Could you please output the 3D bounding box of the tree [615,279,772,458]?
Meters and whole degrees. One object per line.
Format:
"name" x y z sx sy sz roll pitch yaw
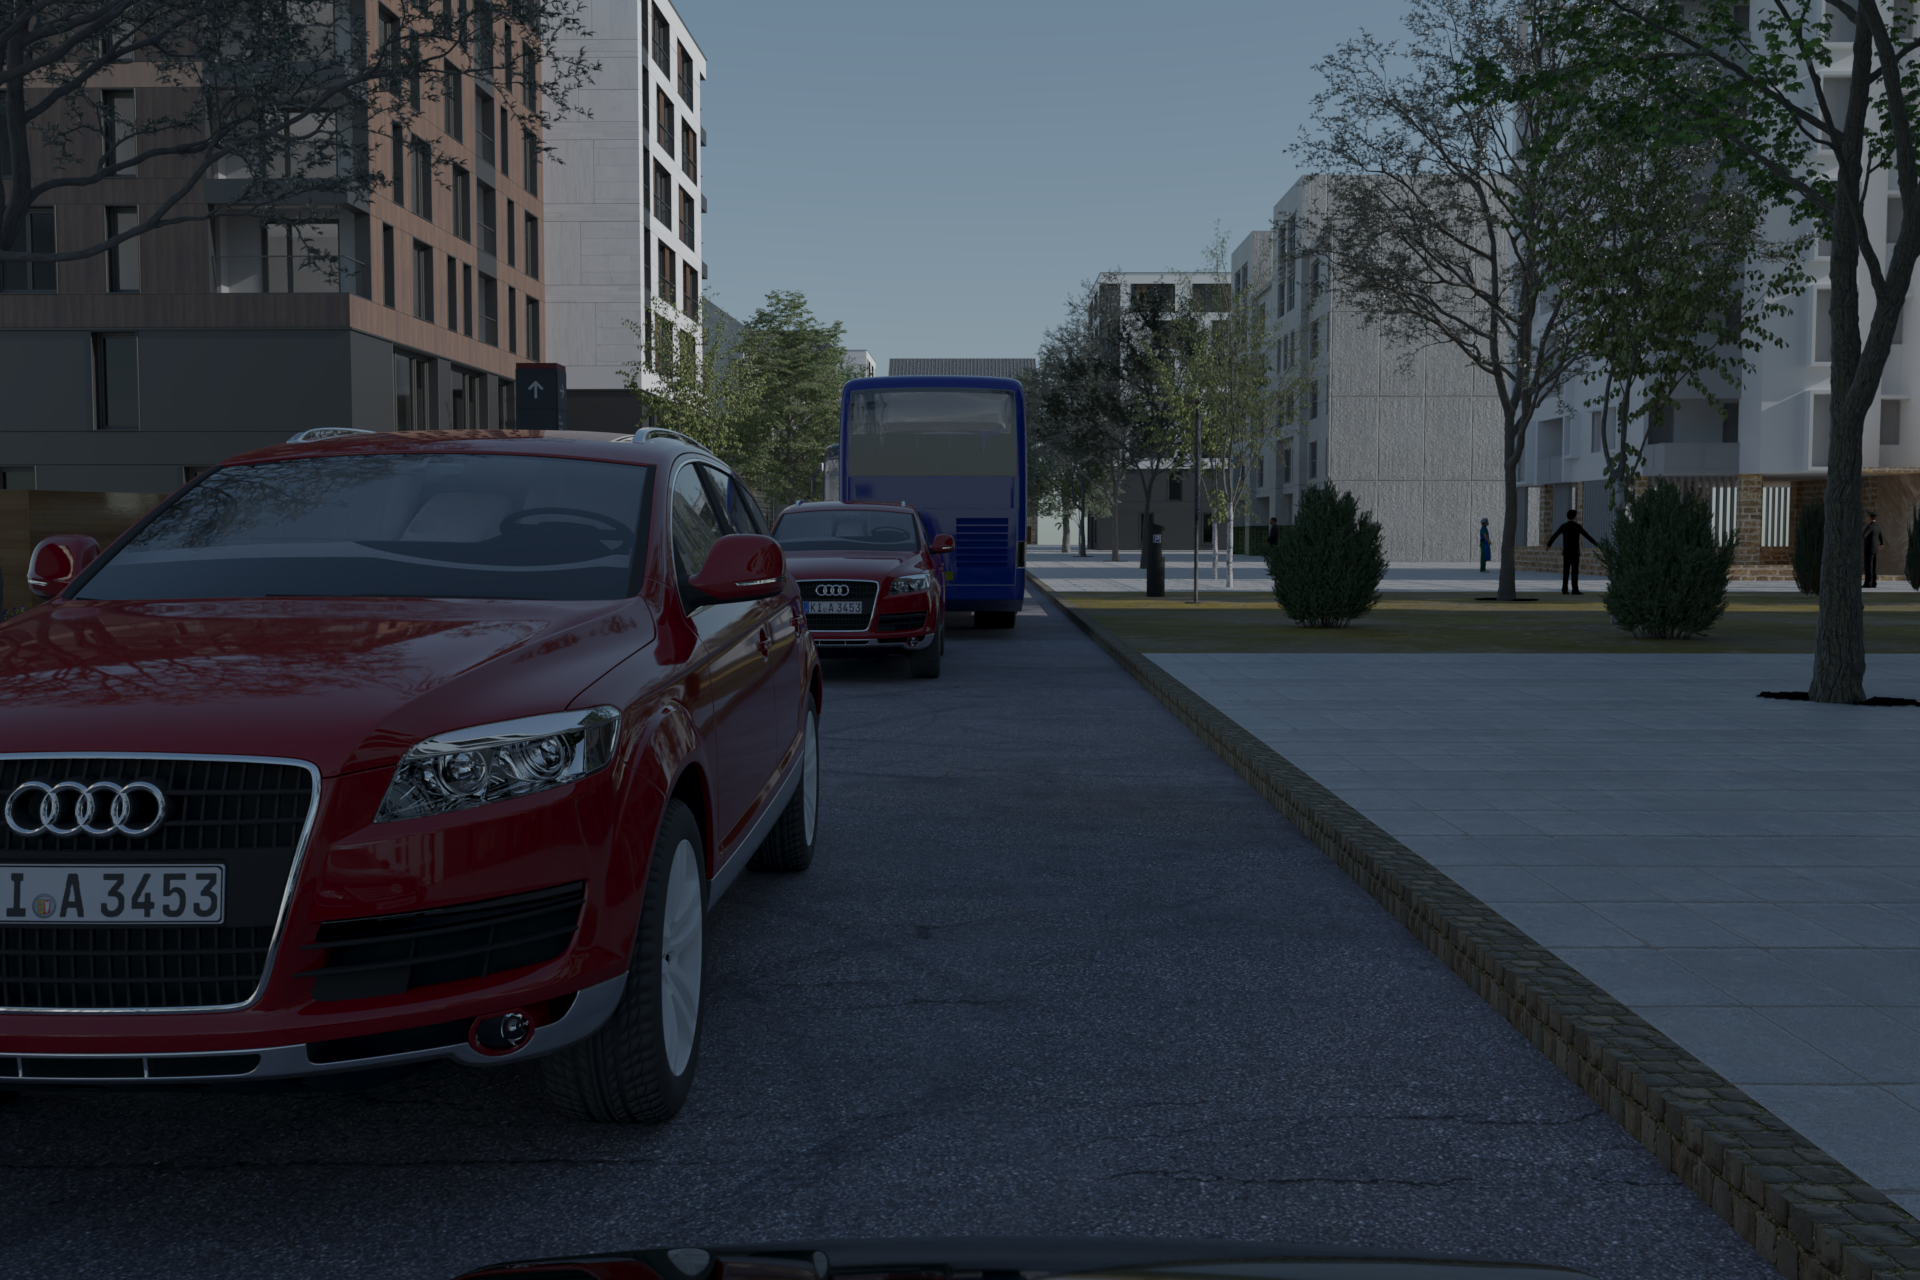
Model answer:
"tree" -7.950 -6.151 50.938 4.737 8.622 4.395 0 3 0

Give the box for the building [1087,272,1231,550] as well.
"building" 24.939 -18.818 151.653 27.936 21.610 32.646 0 4 0

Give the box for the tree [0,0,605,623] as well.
"tree" -8.875 -6.414 15.237 12.009 13.543 11.850 0 3 0

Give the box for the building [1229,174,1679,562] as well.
"building" 25.285 -13.911 93.900 16.747 18.905 31.486 0 4 1

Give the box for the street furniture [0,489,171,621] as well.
"street furniture" -10.155 -0.714 18.535 11.010 1.723 9.812 1 4 17

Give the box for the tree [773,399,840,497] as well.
"tree" -8.649 -10.845 111.727 8.767 10.594 7.601 1 4 22

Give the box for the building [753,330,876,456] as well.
"building" -24.279 -21.173 190.151 27.936 21.610 32.646 0 4 1

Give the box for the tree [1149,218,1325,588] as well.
"tree" 6.238 -5.566 41.368 4.360 8.622 3.978 0 3 0

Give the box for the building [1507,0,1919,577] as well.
"building" 24.549 -12.433 59.706 16.016 20.090 11.380 0 4 1

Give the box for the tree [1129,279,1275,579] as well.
"tree" 7.024 -6.031 48.964 4.737 8.622 4.395 0 3 0

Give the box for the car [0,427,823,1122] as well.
"car" -1.655 0.168 5.923 2.281 1.827 5.304 0 4 1

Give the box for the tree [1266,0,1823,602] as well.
"tree" 10.605 -7.491 32.843 12.009 13.543 11.850 0 3 0

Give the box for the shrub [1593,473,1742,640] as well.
"shrub" 8.640 -1.028 21.226 1.690 2.028 1.600 0 3 0

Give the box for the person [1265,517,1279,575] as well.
"person" 9.698 -2.906 53.744 0.704 1.802 1.346 1 4 22

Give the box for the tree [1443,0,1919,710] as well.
"tree" 6.901 -5.330 12.900 9.928 11.665 9.643 0 3 0

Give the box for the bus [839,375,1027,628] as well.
"bus" -0.295 -2.301 29.173 2.896 3.916 12.251 0 4 1

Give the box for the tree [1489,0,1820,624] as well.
"tree" 9.590 -4.529 24.415 4.737 8.622 4.395 0 3 0

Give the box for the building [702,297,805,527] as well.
"building" -24.258 -20.119 159.877 19.493 23.208 18.063 0 4 0

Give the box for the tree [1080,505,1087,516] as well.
"tree" 18.151 -17.113 214.212 7.601 10.594 8.767 1 4 9

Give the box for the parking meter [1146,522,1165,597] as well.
"parking meter" 3.998 -1.648 35.361 0.372 1.533 0.369 0 3 0

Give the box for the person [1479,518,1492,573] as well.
"person" 17.469 -3.148 57.594 0.704 1.817 1.347 1 4 9

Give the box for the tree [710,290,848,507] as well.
"tree" -8.187 -9.978 81.266 7.486 12.596 7.792 0 3 0

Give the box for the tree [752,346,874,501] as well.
"tree" -7.906 -10.209 92.669 9.928 11.665 9.643 0 3 0

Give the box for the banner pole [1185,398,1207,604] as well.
"banner pole" 4.356 -2.550 31.710 0.401 3.779 0.863 0 4 2

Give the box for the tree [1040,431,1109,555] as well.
"tree" 7.301 -9.622 107.685 4.737 8.622 4.395 0 3 0

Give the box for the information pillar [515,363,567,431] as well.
"information pillar" -6.388 -2.272 26.524 0.750 3.857 0.750 0 4 0

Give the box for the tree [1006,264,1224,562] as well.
"tree" 7.094 -10.364 79.818 12.009 13.543 11.850 0 3 0

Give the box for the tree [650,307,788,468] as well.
"tree" -8.135 -6.522 56.995 4.737 8.622 4.395 0 3 0

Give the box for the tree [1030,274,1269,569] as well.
"tree" 6.739 -7.872 63.124 8.767 10.594 7.601 0 4 -1

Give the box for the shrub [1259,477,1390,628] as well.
"shrub" 5.005 -1.207 23.773 1.661 2.075 1.752 0 3 0

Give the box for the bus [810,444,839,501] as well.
"bus" -1.906 -3.309 45.656 2.896 3.916 12.251 0 4 1

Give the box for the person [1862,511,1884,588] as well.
"person" 21.581 -2.151 41.097 1.347 1.837 0.705 -2 4 -34

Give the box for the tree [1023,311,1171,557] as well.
"tree" 6.766 -11.390 96.589 12.009 13.543 11.850 0 3 0

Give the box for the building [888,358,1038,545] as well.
"building" 0.306 -23.347 215.116 18.063 23.208 19.493 0 4 0

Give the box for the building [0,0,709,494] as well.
"building" -25.213 -13.158 59.109 27.936 21.610 32.646 0 4 1

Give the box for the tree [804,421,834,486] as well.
"tree" -7.697 -9.370 103.568 4.737 8.622 4.395 0 3 0

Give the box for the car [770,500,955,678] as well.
"car" -1.192 -0.626 18.909 2.281 1.827 5.304 0 4 0

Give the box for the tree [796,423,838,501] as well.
"tree" -8.541 -11.577 123.690 7.601 10.594 8.767 0 4 -2

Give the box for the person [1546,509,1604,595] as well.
"person" 12.956 -1.863 36.651 0.705 1.806 1.347 -3 4 -38

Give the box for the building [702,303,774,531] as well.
"building" -25.648 -18.995 141.497 19.493 23.208 18.063 0 4 1

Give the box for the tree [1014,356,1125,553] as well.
"tree" 7.181 -12.952 118.412 9.857 13.997 8.962 0 3 0
